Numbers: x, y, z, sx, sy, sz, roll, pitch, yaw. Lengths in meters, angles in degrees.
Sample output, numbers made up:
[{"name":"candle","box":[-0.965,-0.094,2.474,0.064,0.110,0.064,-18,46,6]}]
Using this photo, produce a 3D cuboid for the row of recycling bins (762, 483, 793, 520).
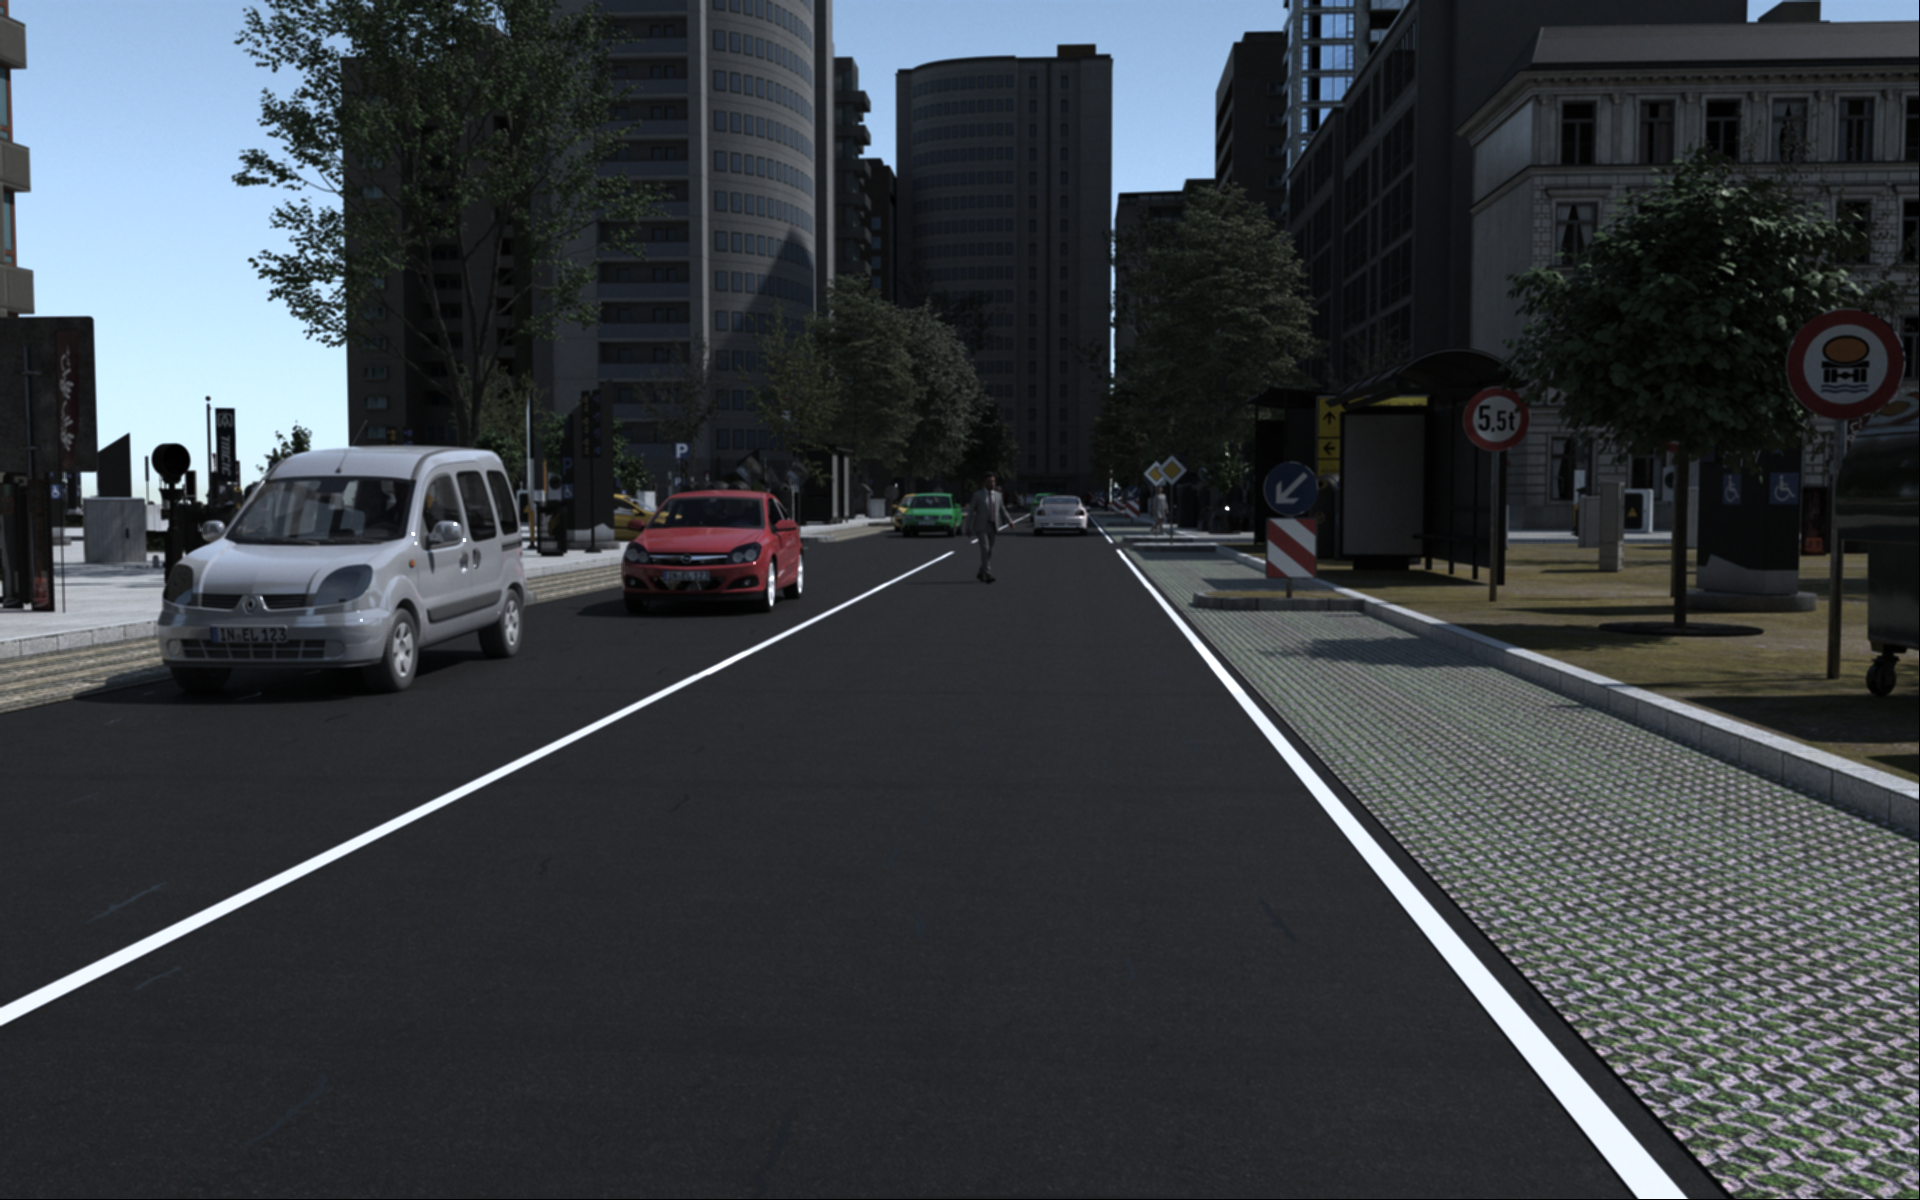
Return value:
[{"name":"row of recycling bins","box":[-7.747,-3.340,61.722,3.534,1.692,1.069,-1,4,-10]}]

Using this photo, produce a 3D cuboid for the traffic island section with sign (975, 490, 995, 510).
[{"name":"traffic island section with sign","box":[1.939,-8.907,154.254,1.989,1.847,2.006,0,4,4]}]

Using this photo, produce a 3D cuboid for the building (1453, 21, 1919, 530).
[{"name":"building","box":[29.730,-12.335,66.297,19.286,19.102,10.561,0,4,4]}]

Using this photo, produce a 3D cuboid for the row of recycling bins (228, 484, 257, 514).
[{"name":"row of recycling bins","box":[-28.628,-3.930,71.376,3.534,1.692,1.069,-2,4,-35]}]

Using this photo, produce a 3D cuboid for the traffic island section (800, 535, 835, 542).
[{"name":"traffic island section","box":[-4.911,-1.862,52.724,2.009,0.180,2.903,0,4,4]}]

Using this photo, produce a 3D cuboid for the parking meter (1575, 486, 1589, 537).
[{"name":"parking meter","box":[18.790,-2.684,52.301,0.372,1.533,0.369,0,3,0]}]

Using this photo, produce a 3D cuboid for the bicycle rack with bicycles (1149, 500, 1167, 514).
[{"name":"bicycle rack with bicycles","box":[12.857,-5.586,104.715,2.925,0.926,2.852,0,4,-6]}]

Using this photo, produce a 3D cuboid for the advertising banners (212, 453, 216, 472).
[{"name":"advertising banners","box":[-32.062,-4.824,75.056,0.090,3.025,2.074,0,4,-7]}]

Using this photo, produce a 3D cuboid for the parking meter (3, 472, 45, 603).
[{"name":"parking meter","box":[-11.049,-0.903,20.470,0.399,1.863,0.255,0,4,-8]}]

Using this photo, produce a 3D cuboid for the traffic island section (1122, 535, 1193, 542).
[{"name":"traffic island section","box":[5.908,-1.819,52.028,2.009,0.180,2.903,0,4,4]}]

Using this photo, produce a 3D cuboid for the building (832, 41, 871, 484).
[{"name":"building","box":[-25.014,-34.370,181.560,30.456,49.044,23.786,0,4,4]}]

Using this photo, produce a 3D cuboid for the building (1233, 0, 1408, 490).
[{"name":"building","box":[36.937,-51.304,151.495,22.319,86.520,31.000,0,4,4]}]

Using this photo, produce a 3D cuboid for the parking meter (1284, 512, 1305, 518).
[{"name":"parking meter","box":[6.811,-1.813,35.348,0.399,1.863,0.255,-1,4,-13]}]

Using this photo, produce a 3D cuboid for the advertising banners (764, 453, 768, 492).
[{"name":"advertising banners","box":[-8.085,-4.659,72.361,0.090,3.025,2.074,-1,4,-8]}]

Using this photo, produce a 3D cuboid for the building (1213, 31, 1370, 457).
[{"name":"building","box":[37.850,-33.957,178.900,21.300,48.544,21.600,0,4,4]}]

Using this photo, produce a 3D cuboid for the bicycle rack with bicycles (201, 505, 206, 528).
[{"name":"bicycle rack with bicycles","box":[-24.704,-2.702,57.553,2.925,0.926,2.852,-1,4,-20]}]

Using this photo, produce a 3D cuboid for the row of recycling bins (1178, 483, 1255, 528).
[{"name":"row of recycling bins","box":[9.935,-3.577,65.602,3.534,1.692,1.069,2,4,25]}]

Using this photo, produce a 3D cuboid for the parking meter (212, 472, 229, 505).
[{"name":"parking meter","box":[-19.524,-2.445,45.692,0.255,1.863,0.399,2,4,28]}]

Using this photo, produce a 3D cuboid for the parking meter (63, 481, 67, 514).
[{"name":"parking meter","box":[-40.415,-4.421,77.987,0.255,1.863,0.399,0,4,-8]}]

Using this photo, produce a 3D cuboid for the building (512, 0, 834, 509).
[{"name":"building","box":[-22.805,-36.752,142.896,21.231,58.520,28.212,0,4,4]}]

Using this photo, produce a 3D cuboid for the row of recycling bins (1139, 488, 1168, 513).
[{"name":"row of recycling bins","box":[13.769,-6.691,116.508,3.534,1.692,1.069,1,4,15]}]

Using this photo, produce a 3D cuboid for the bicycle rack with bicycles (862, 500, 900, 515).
[{"name":"bicycle rack with bicycles","box":[-4.424,-5.582,104.644,2.852,0.926,2.925,3,5,42]}]

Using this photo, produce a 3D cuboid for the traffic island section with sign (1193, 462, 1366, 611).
[{"name":"traffic island section with sign","box":[3.998,-0.818,22.004,1.989,1.847,2.006,0,4,4]}]

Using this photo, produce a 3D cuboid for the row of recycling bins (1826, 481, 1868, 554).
[{"name":"row of recycling bins","box":[20.664,-1.890,38.011,3.534,1.692,1.069,-1,4,-16]}]

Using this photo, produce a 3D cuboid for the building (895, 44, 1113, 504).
[{"name":"building","box":[5.905,-42.165,231.392,28.212,58.520,21.231,0,4,4]}]

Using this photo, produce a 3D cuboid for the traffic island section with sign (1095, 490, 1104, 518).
[{"name":"traffic island section with sign","box":[9.234,-5.812,103.659,1.989,1.847,2.006,0,4,4]}]

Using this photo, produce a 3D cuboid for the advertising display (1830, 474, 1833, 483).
[{"name":"advertising display","box":[28.972,-3.170,57.045,0.974,1.923,0.123,-2,4,-30]}]

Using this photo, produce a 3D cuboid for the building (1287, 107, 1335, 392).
[{"name":"building","box":[29.779,-19.538,112.959,14.314,27.812,24.014,0,4,4]}]

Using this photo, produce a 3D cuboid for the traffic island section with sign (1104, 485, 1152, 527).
[{"name":"traffic island section with sign","box":[7.502,-4.167,76.759,1.989,1.847,2.006,0,4,4]}]

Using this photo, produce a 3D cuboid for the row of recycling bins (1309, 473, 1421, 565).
[{"name":"row of recycling bins","box":[7.680,-1.577,32.903,1.069,1.692,3.534,-1,4,-14]}]

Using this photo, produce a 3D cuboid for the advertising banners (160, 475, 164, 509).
[{"name":"advertising banners","box":[-54.823,-7.522,119.168,0.090,3.025,2.074,-1,4,-11]}]

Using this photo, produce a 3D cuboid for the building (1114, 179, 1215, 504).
[{"name":"building","box":[27.382,-33.253,227.283,14.086,41.232,14.154,0,4,4]}]

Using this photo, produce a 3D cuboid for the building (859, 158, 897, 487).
[{"name":"building","box":[-15.703,-35.489,230.350,14.200,45.320,14.600,0,4,4]}]

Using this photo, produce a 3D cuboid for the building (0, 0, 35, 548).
[{"name":"building","box":[-34.481,-10.866,22.694,28.899,21.520,27.650,0,4,4]}]

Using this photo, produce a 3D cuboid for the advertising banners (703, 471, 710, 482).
[{"name":"advertising banners","box":[-18.074,-8.128,129.075,2.074,3.025,0.090,0,4,-6]}]

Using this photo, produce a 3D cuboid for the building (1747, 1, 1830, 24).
[{"name":"building","box":[77.320,-33.802,176.362,21.600,48.544,21.300,0,4,4]}]

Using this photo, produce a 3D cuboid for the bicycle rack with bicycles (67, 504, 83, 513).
[{"name":"bicycle rack with bicycles","box":[-53.748,-5.670,106.093,2.925,0.926,2.852,-1,4,-11]}]

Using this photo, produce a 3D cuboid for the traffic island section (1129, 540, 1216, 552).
[{"name":"traffic island section","box":[5.397,-1.332,44.059,2.009,0.180,2.903,0,4,4]}]

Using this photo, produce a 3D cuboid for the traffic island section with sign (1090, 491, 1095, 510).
[{"name":"traffic island section with sign","box":[12.435,-8.865,153.574,1.989,1.847,2.006,0,4,4]}]

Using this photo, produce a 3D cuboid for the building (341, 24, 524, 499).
[{"name":"building","box":[-50.916,-34.291,184.363,21.600,48.544,21.300,0,4,4]}]

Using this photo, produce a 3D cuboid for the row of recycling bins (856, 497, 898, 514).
[{"name":"row of recycling bins","box":[-5.493,-6.302,110.157,3.534,1.692,1.069,2,4,27]}]

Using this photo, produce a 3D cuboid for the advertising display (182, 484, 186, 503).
[{"name":"advertising display","box":[-51.693,-6.762,115.777,0.123,1.923,0.974,0,4,-2]}]

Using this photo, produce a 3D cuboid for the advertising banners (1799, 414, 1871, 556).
[{"name":"advertising banners","box":[17.800,-2.442,36.110,2.074,3.025,0.090,2,4,30]}]

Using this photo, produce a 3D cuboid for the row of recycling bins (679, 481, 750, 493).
[{"name":"row of recycling bins","box":[-7.808,-2.936,55.112,1.069,1.692,3.534,-3,5,-40]}]

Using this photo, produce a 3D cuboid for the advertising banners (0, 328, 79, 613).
[{"name":"advertising banners","box":[-10.081,-1.391,18.932,2.074,3.025,0.090,3,4,39]}]

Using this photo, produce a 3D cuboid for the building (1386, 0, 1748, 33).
[{"name":"building","box":[28.394,-18.075,89.028,14.314,27.812,24.014,0,4,4]}]

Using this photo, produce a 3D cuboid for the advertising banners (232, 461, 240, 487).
[{"name":"advertising banners","box":[-37.220,-5.792,90.892,2.074,3.025,0.090,-1,4,-11]}]
